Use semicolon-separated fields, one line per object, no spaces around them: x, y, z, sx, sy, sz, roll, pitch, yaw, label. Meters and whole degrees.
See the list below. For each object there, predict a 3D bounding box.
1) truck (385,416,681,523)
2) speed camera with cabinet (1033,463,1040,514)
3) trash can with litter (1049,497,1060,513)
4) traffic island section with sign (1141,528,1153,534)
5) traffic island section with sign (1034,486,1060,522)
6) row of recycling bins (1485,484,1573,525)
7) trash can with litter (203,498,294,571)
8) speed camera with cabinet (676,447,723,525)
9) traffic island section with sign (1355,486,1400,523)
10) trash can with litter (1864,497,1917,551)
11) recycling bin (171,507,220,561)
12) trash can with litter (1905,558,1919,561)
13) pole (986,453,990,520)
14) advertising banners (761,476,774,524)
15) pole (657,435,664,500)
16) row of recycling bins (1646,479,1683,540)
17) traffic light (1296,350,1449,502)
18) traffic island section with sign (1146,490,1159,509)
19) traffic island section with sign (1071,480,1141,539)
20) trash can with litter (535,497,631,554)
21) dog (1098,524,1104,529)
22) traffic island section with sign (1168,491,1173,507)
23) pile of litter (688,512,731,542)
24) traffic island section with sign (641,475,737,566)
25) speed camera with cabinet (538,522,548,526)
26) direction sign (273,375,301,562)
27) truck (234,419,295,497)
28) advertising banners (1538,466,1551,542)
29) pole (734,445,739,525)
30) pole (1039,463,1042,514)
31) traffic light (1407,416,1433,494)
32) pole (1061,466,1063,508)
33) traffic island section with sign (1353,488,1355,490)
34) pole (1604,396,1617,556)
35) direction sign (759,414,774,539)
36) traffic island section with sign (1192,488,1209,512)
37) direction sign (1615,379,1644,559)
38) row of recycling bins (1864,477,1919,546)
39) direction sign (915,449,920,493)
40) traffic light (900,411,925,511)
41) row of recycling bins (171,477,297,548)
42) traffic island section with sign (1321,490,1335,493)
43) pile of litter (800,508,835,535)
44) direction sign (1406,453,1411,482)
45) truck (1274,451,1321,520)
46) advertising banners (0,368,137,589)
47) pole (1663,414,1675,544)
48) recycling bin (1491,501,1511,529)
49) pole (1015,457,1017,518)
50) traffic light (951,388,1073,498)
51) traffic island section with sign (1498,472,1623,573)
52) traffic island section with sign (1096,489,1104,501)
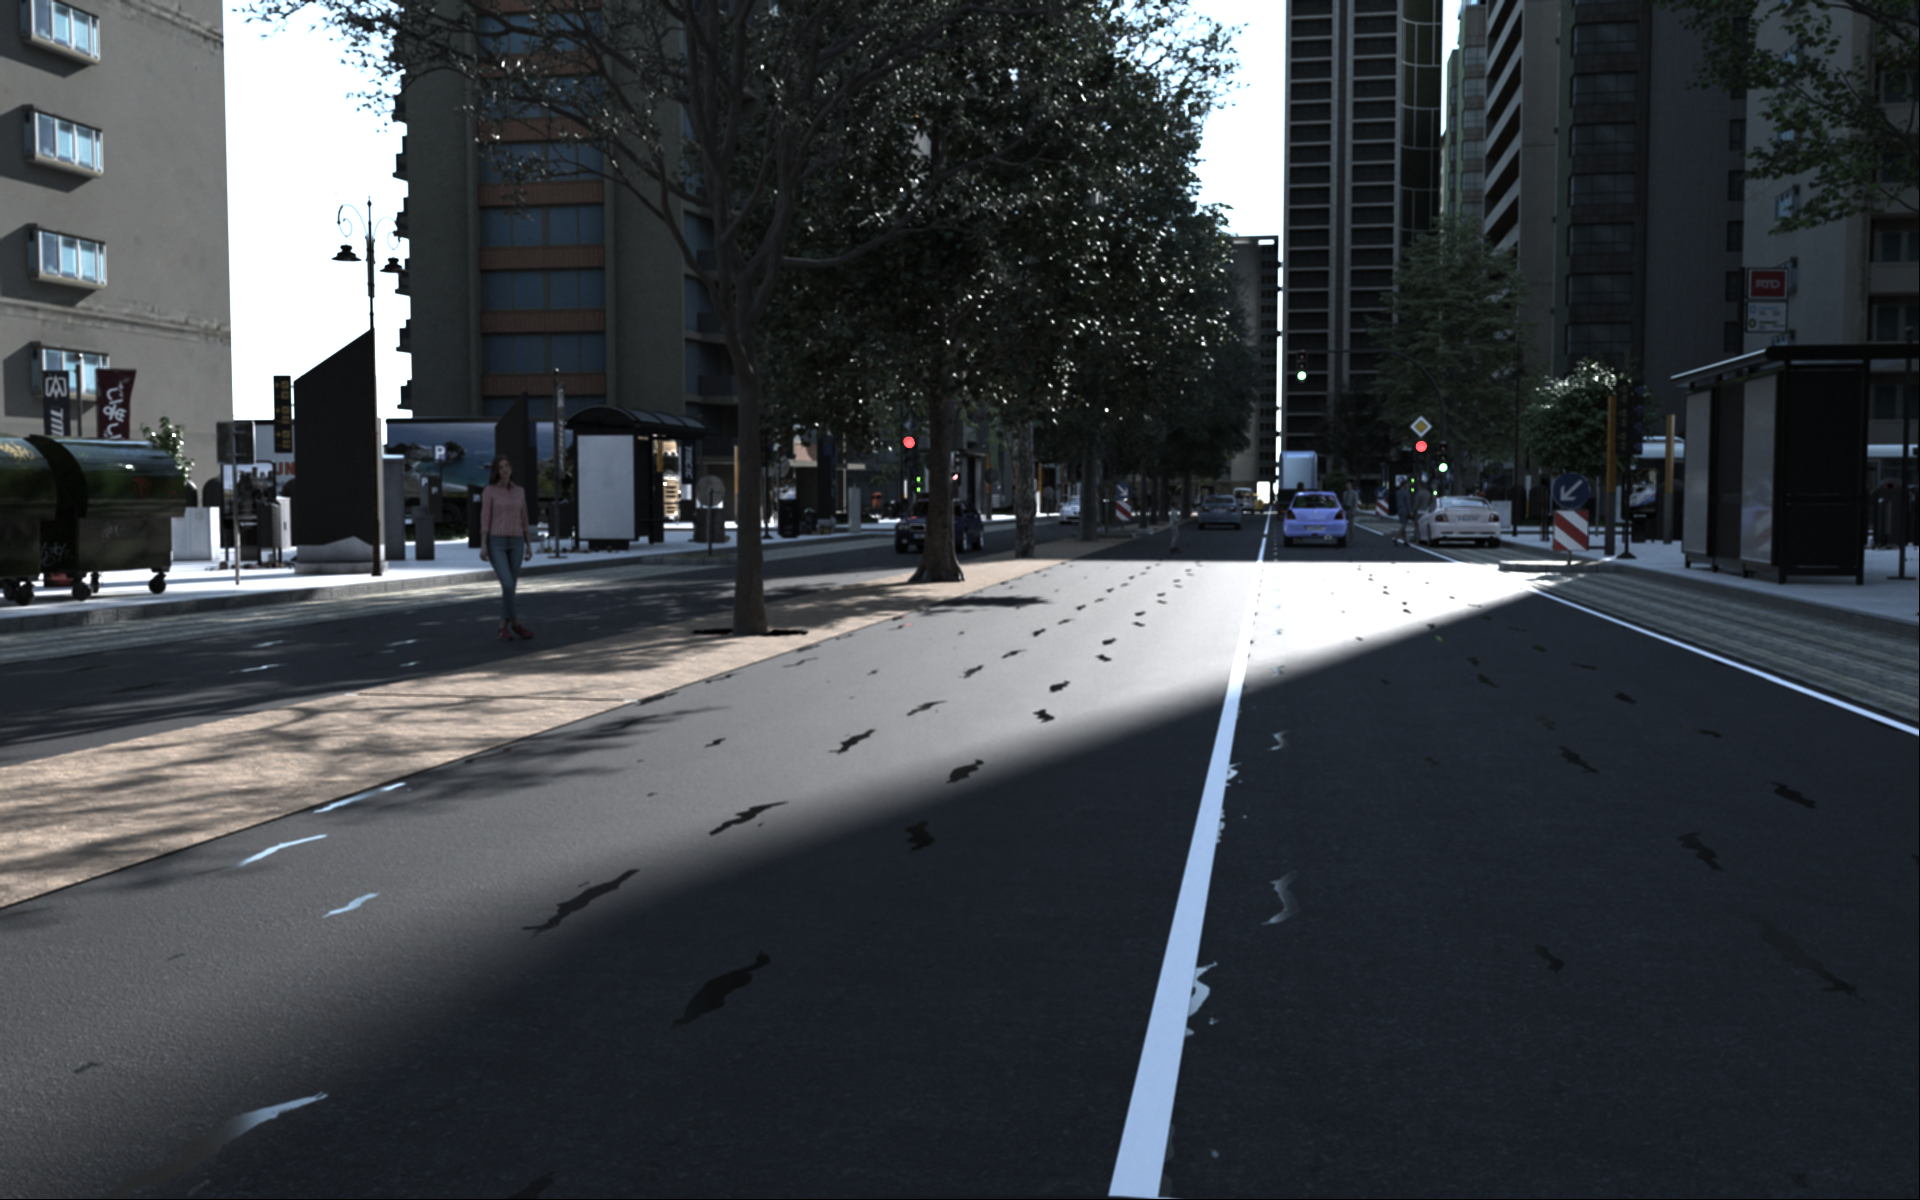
-15.339;-4.575;63.722;11.283;4.237;2.839;1;4;11;truck
4.616;-7.085;110.173;0.660;3.252;2.038;1;4;12;speed camera with cabinet
6.314;-6.325;114.808;1.055;1.170;0.624;-2;4;-24;trash can with litter
6.041;-3.399;63.702;2.006;1.907;1.989;1;4;10;traffic island section with sign
4.583;-4.965;89.805;1.989;1.847;2.006;1;4;10;traffic island section with sign
23.641;-3.970;72.023;3.534;1.692;1.069;2;4;27;row of recycling bins
-12.307;-1.155;29.934;1.678;1.210;2.233;1;4;20;trash can with litter
-10.975;-4.772;72.362;2.038;3.252;0.660;1;4;12;speed camera with cabinet
20.895;-4.756;86.388;1.989;1.847;2.006;1;4;10;traffic island section with sign
21.301;-1.785;40.244;1.678;1.210;2.233;3;4;37;trash can with litter
-14.745;-1.276;33.419;0.722;1.027;0.722;-1;4;-9;recycling bin
19.280;-1.360;33.288;2.233;1.210;1.678;1;4;16;trash can with litter
1.405;-5.658;86.357;0.158;3.312;0.155;0;3;0;pole
-8.302;-4.755;73.936;0.090;3.025;2.074;1;4;12;advertising banners
-10.179;-3.974;58.817;0.158;3.312;0.155;0;3;0;pole
20.150;-2.492;47.852;1.069;1.692;3.534;-2;4;-34;row of recycling bins
12.972;-4.878;54.425;4.771;5.953;1.251;1;4;10;traffic light
18.351;-9.617;165.870;1.989;1.847;2.006;1;4;10;traffic island section with sign
4.713;-2.953;56.415;2.006;1.907;1.989;1;4;10;traffic island section with sign
-8.328;-1.637;37.818;2.233;1.210;1.678;-1;4;-11;trash can with litter
5.569;-2.987;68.124;0.406;0.507;0.540;-1;4;-23;dog
23.225;-11.265;192.818;1.989;1.847;2.006;1;4;10;traffic island section with sign
-6.748;-1.994;46.568;1.176;0.858;1.719;0;4;-4;pile of litter
-5.249;-1.640;35.440;1.989;1.847;2.006;1;4;10;traffic island section with sign
-15.692;-4.547;68.675;2.038;3.252;0.660;1;4;13;speed camera with cabinet
-12.600;-2.506;32.969;0.876;3.537;0.379;0;4;1;direction sign
-29.314;-4.755;66.655;11.283;4.237;2.839;1;4;11;truck
15.968;-3.130;47.371;0.090;3.025;2.074;1;4;11;advertising banners
-9.363;-4.827;72.758;0.158;3.312;0.155;0;3;0;pole
5.186;-7.235;112.135;0.158;3.312;0.155;0;3;0;pole
16.469;-4.473;62.052;0.839;4.253;0.868;1;4;10;traffic light
7.328;-7.993;124.525;0.158;3.312;0.155;0;3;0;pole
25.705;-6.378;112.912;1.989;1.847;2.006;1;4;10;traffic island section with sign
13.544;-2.579;36.014;0.158;3.312;0.155;0;3;0;pole
-5.521;-3.514;49.455;0.379;3.537;0.876;1;4;20;direction sign
19.413;-7.921;137.646;2.006;1.907;1.989;1;4;10;traffic island section with sign
13.268;-2.592;34.375;0.876;3.537;0.379;-3;4;-36;direction sign
22.774;-2.216;43.343;3.534;1.692;1.069;2;4;26;row of recycling bins
-2.191;-5.875;88.053;0.379;3.537;0.876;-1;4;-22;direction sign
-1.598;-4.175;57.179;0.839;4.253;0.868;1;4;10;traffic light
-17.533;-2.149;42.255;3.534;1.692;1.069;-1;4;-21;row of recycling bins
34.650;-9.398;162.290;1.989;1.847;2.006;1;4;10;traffic island section with sign
-4.479;-2.495;54.761;1.176;0.858;1.719;2;4;35;pile of litter
24.739;-6.337;95.599;0.379;3.537;0.876;2;4;26;direction sign
20.130;-6.920;102.895;2.967;4.110;18.799;1;4;10;truck
-12.396;-1.688;23.787;2.074;3.025;0.090;-3;4;-36;advertising banners
18.184;-3.093;44.409;0.158;3.312;0.155;0;3;0;pole
20.207;-3.190;64.716;0.722;1.027;0.722;1;4;16;recycling bin
3.005;-5.955;91.210;0.158;3.312;0.155;0;3;0;pole
1.898;-5.507;64.699;4.771;5.953;1.251;1;4;10;traffic light
11.092;-1.438;32.143;1.989;1.847;2.006;1;4;10;traffic island section with sign
9.384;-6.587;116.331;1.989;1.847;2.006;1;4;10;traffic island section with sign
